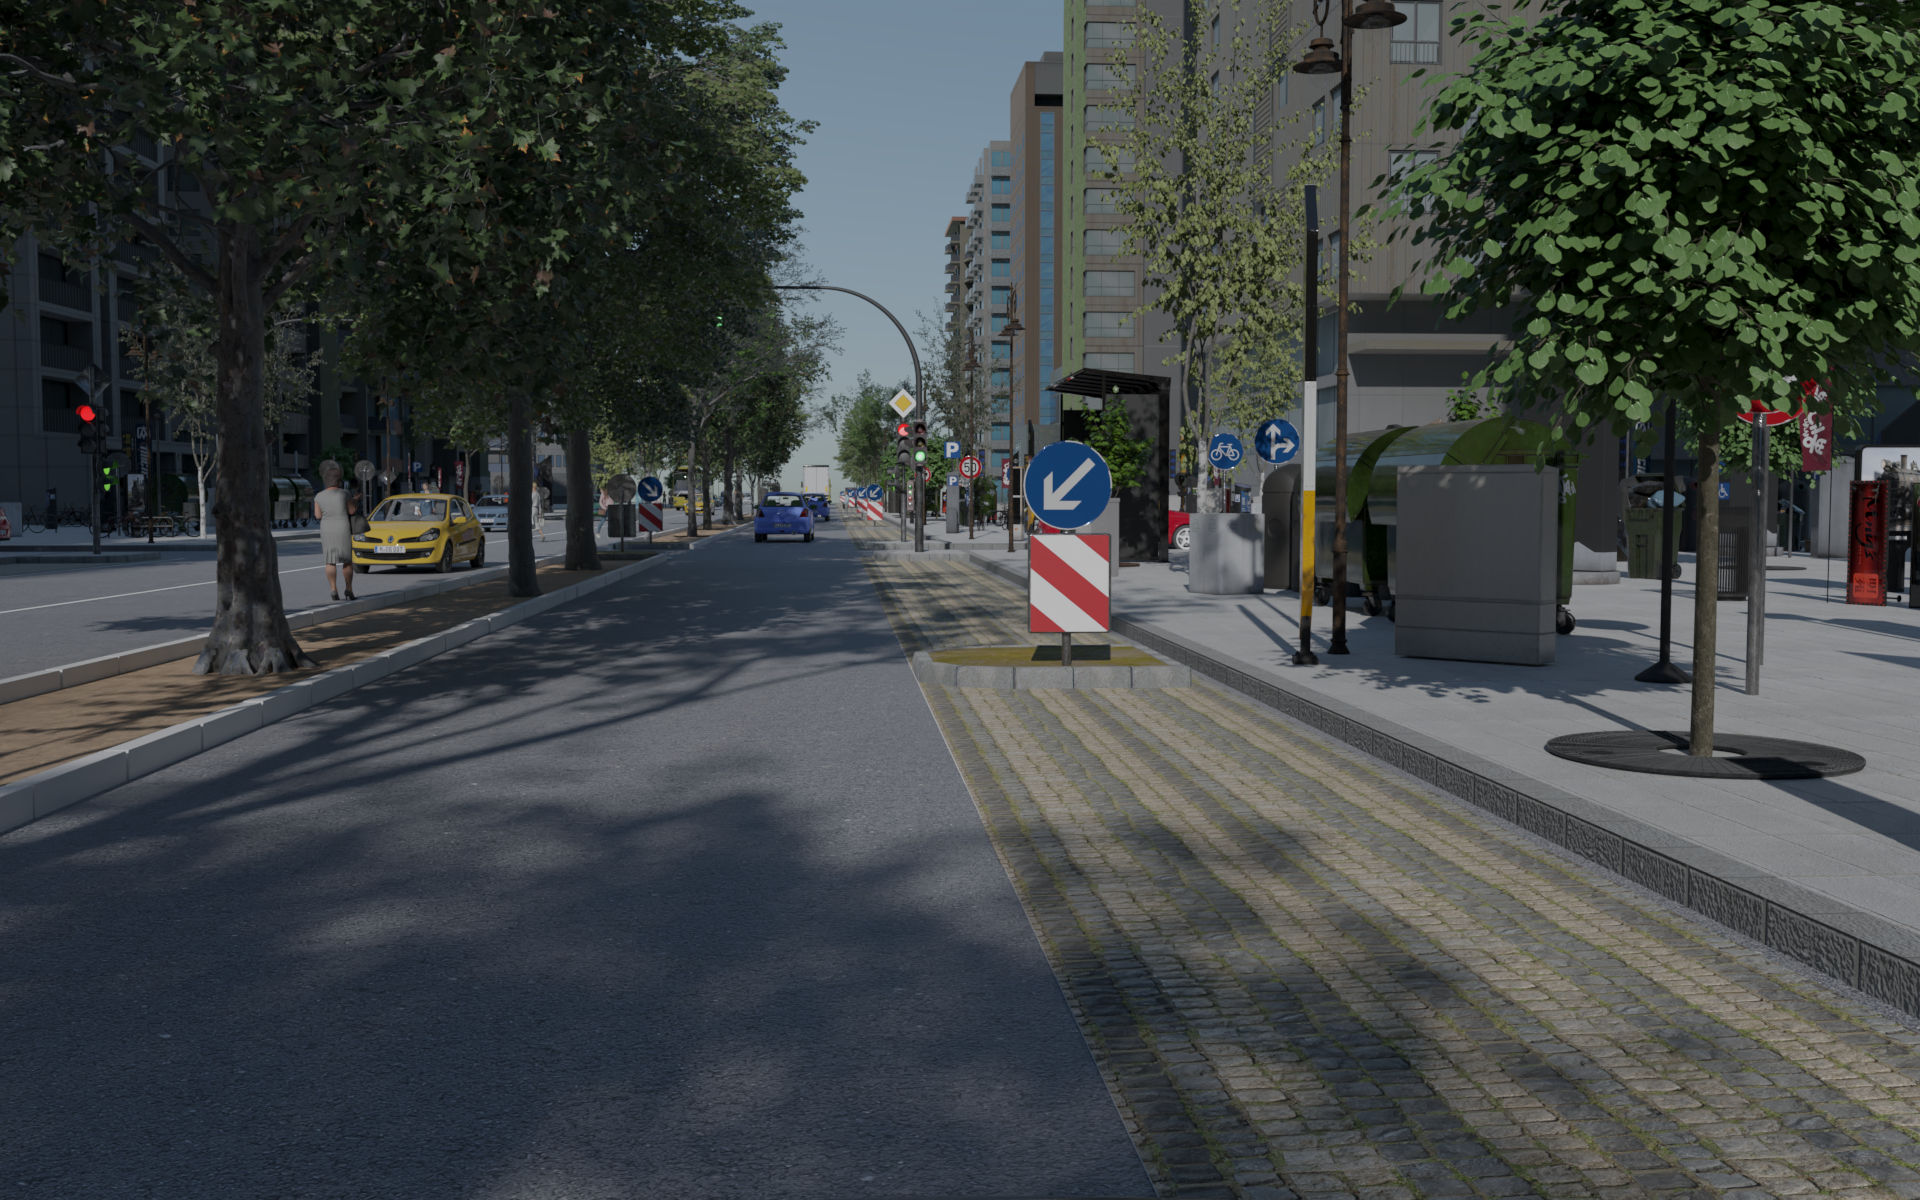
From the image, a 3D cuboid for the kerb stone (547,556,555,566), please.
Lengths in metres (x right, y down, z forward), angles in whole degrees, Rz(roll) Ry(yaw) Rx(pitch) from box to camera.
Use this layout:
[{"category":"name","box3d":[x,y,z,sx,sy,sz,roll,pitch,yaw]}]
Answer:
[{"category":"kerb stone","box3d":[-8.279,-0.759,34.608,0.120,0.150,1.000,0,4,-4]}]

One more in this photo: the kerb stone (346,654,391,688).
[{"category":"kerb stone","box3d":[-4.567,0.551,13.268,0.120,0.150,1.000,0,4,-4]}]

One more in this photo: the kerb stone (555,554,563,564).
[{"category":"kerb stone","box3d":[-8.352,-0.820,35.628,0.120,0.150,1.000,0,4,-4]}]

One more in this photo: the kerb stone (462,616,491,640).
[{"category":"kerb stone","box3d":[-4.886,0.296,17.356,0.120,0.150,1.000,0,4,-4]}]

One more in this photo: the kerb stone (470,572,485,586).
[{"category":"kerb stone","box3d":[-7.736,-0.322,27.465,0.120,0.150,1.000,0,4,-4]}]

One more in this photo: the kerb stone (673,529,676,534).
[{"category":"kerb stone","box3d":[-10.312,-2.408,61.673,0.120,0.150,1.000,0,4,-4]}]

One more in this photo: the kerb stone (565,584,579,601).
[{"category":"kerb stone","box3d":[-5.339,-0.080,23.509,0.120,0.150,1.000,0,4,-4]}]

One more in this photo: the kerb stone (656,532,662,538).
[{"category":"kerb stone","box3d":[-9.935,-2.102,56.562,0.120,0.150,1.000,0,4,-4]}]

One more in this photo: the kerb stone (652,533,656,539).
[{"category":"kerb stone","box3d":[-9.774,-1.974,54.520,0.120,0.150,1.000,0,4,-4]}]

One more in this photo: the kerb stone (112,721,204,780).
[{"category":"kerb stone","box3d":[-4.261,0.797,9.170,0.120,0.150,1.000,0,4,-4]}]

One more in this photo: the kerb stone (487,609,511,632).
[{"category":"kerb stone","box3d":[-4.951,0.236,18.392,0.120,0.150,1.000,0,4,-4]}]

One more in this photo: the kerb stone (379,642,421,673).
[{"category":"kerb stone","box3d":[-4.644,0.485,14.287,0.120,0.150,1.000,0,4,-4]}]

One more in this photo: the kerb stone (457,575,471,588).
[{"category":"kerb stone","box3d":[-7.668,-0.259,26.443,0.120,0.150,1.000,0,4,-4]}]

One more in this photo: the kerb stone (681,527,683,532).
[{"category":"kerb stone","box3d":[-10.541,-2.601,64.729,0.120,0.150,1.000,0,4,-4]}]

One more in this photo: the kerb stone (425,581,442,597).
[{"category":"kerb stone","box3d":[-7.510,-0.133,24.403,0.120,0.150,1.000,0,4,-4]}]

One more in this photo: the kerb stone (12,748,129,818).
[{"category":"kerb stone","box3d":[-4.186,0.859,8.147,0.120,0.150,1.000,0,4,-4]}]

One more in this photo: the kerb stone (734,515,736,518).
[{"category":"kerb stone","box3d":[-13.690,-5.167,106.700,0.120,0.150,1.000,0,4,-4]}]

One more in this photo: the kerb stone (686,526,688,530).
[{"category":"kerb stone","box3d":[-10.697,-2.727,66.774,0.120,0.150,1.000,0,4,-4]}]

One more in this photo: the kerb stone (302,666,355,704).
[{"category":"kerb stone","box3d":[-4.493,0.609,12.241,0.120,0.150,1.000,0,4,-4]}]

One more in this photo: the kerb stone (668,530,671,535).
[{"category":"kerb stone","box3d":[-10.156,-2.289,59.626,0.120,0.150,1.000,0,4,-4]}]

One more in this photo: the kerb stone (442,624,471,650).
[{"category":"kerb stone","box3d":[-4.799,0.363,16.337,0.120,0.150,1.000,0,4,-4]}]

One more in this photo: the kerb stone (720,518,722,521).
[{"category":"kerb stone","box3d":[-12.232,-3.979,87.259,0.120,0.150,1.000,0,4,-4]}]

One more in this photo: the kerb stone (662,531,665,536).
[{"category":"kerb stone","box3d":[-10.002,-2.162,57.583,0.120,0.150,1.000,0,4,-4]}]

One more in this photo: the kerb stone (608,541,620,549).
[{"category":"kerb stone","box3d":[-9.084,-1.415,45.327,0.120,0.150,1.000,0,4,-4]}]

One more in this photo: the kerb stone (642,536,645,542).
[{"category":"kerb stone","box3d":[-9.537,-1.788,51.459,0.120,0.150,1.000,0,4,-4]}]

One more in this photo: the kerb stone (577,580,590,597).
[{"category":"kerb stone","box3d":[-5.405,-0.143,24.530,0.120,0.150,1.000,0,4,-4]}]

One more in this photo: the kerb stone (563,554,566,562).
[{"category":"kerb stone","box3d":[-8.433,-0.883,36.654,0.120,0.150,1.000,0,4,-4]}]

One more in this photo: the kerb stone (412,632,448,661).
[{"category":"kerb stone","box3d":[-4.726,0.421,15.312,0.120,0.150,1.000,0,4,-4]}]

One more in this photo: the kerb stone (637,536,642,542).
[{"category":"kerb stone","box3d":[-9.464,-1.725,50.437,0.120,0.150,1.000,0,4,-4]}]

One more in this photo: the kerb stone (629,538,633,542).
[{"category":"kerb stone","box3d":[-9.319,-1.602,48.387,0.120,0.150,1.000,0,4,-4]}]

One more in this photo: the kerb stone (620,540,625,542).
[{"category":"kerb stone","box3d":[-9.158,-1.477,46.347,0.120,0.150,1.000,0,4,-4]}]

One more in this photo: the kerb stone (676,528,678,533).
[{"category":"kerb stone","box3d":[-10.387,-2.477,62.691,0.120,0.150,1.000,0,4,-4]}]

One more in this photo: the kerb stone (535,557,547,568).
[{"category":"kerb stone","box3d":[-8.193,-0.697,33.587,0.120,0.150,1.000,0,4,-4]}]

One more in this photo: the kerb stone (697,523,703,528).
[{"category":"kerb stone","box3d":[-11.386,-3.290,76.003,0.120,0.150,1.000,0,4,-4]}]

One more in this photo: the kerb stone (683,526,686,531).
[{"category":"kerb stone","box3d":[-10.619,-2.664,65.755,0.120,0.150,1.000,0,4,-4]}]

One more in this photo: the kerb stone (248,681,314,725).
[{"category":"kerb stone","box3d":[-4.414,0.671,11.221,0.120,0.150,1.000,0,4,-4]}]

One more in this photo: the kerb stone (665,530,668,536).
[{"category":"kerb stone","box3d":[-10.081,-2.227,58.607,0.120,0.150,1.000,0,4,-4]}]

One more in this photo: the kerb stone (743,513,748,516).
[{"category":"kerb stone","box3d":[-14.528,-5.857,117.950,0.120,0.150,1.000,0,4,-4]}]

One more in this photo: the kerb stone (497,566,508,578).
[{"category":"kerb stone","box3d":[-7.898,-0.446,29.504,0.120,0.150,1.000,0,4,-4]}]

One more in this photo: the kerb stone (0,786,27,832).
[{"category":"kerb stone","box3d":[-4.107,0.922,7.128,0.120,0.150,1.000,0,4,-4]}]

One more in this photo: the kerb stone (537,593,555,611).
[{"category":"kerb stone","box3d":[-5.186,0.045,21.462,0.120,0.150,1.000,0,4,-4]}]

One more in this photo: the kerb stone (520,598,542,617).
[{"category":"kerb stone","box3d":[-5.106,0.109,20.431,0.120,0.150,1.000,0,4,-4]}]

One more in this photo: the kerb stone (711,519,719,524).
[{"category":"kerb stone","box3d":[-12.083,-3.852,85.221,0.120,0.150,1.000,0,4,-4]}]

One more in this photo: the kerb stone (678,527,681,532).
[{"category":"kerb stone","box3d":[-10.456,-2.539,63.711,0.120,0.150,1.000,0,4,-4]}]

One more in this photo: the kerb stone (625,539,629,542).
[{"category":"kerb stone","box3d":[-9.231,-1.539,47.366,0.120,0.150,1.000,0,4,-4]}]

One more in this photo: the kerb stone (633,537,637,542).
[{"category":"kerb stone","box3d":[-9.393,-1.658,49.418,0.120,0.150,1.000,0,4,-4]}]

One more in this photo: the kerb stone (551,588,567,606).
[{"category":"kerb stone","box3d":[-5.269,-0.018,22.487,0.120,0.150,1.000,0,4,-4]}]

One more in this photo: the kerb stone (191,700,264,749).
[{"category":"kerb stone","box3d":[-4.337,0.738,10.197,0.120,0.150,1.000,0,4,-4]}]

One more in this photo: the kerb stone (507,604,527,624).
[{"category":"kerb stone","box3d":[-5.031,0.176,19.411,0.120,0.150,1.000,0,4,-4]}]

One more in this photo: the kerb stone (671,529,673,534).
[{"category":"kerb stone","box3d":[-10.231,-2.352,60.653,0.120,0.150,1.000,0,4,-4]}]

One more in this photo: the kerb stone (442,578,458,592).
[{"category":"kerb stone","box3d":[-7.582,-0.197,25.422,0.120,0.150,1.000,0,4,-4]}]

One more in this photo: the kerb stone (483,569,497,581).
[{"category":"kerb stone","box3d":[-7.821,-0.385,28.484,0.120,0.150,1.000,0,4,-4]}]
